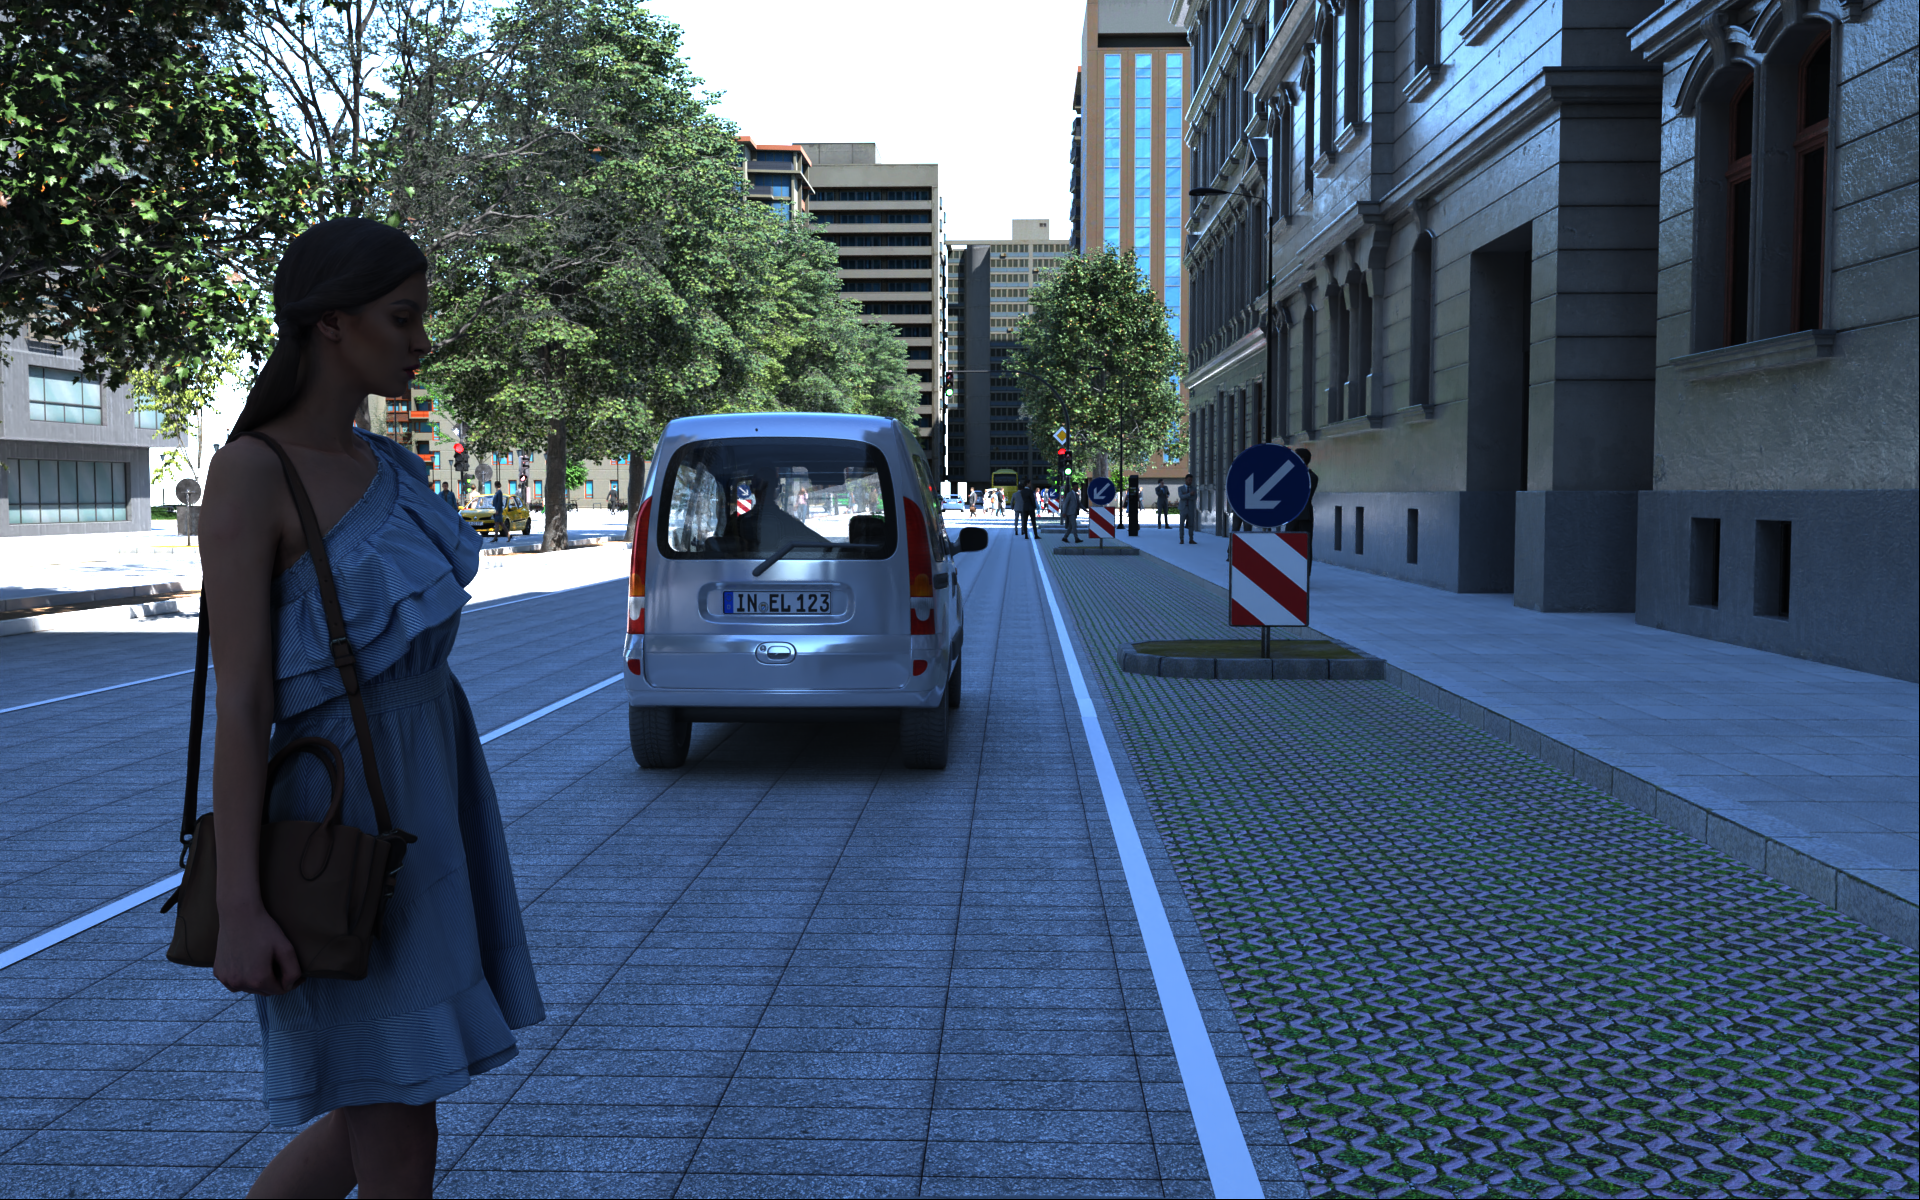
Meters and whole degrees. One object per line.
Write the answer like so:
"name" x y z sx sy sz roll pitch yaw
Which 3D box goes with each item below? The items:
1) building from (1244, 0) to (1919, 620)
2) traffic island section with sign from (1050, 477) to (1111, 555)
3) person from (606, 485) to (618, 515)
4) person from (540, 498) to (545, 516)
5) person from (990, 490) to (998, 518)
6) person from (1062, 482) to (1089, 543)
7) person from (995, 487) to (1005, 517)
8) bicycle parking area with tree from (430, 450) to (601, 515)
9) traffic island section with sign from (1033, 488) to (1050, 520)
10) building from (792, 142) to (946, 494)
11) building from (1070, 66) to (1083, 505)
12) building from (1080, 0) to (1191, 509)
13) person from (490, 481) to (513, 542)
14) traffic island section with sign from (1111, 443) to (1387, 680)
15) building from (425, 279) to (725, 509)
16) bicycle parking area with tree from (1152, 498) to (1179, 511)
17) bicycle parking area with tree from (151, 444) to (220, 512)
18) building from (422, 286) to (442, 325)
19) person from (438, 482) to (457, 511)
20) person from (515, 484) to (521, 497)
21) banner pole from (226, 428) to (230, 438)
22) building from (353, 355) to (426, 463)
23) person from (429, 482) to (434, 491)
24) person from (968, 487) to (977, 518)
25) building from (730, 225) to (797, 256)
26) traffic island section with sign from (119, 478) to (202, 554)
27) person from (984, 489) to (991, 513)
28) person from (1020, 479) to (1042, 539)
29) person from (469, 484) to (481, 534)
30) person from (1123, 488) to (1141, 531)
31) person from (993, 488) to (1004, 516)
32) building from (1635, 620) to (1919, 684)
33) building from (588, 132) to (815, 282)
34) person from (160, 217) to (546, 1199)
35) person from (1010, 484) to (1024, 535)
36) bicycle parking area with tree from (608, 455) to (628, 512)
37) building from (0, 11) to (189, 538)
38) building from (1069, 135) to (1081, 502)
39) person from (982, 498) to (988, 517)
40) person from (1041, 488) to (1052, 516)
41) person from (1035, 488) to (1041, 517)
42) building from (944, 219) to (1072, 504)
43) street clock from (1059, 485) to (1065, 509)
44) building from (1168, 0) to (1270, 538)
"building" 12.894 -14.762 28.754 14.401 28.519 23.554 0 4 2
"traffic island section with sign" 3.222 -1.991 41.178 1.989 1.847 2.006 0 4 2
"person" -21.047 -6.087 105.345 0.659 1.850 0.755 2 4 27
"person" -24.076 -5.514 100.446 0.590 1.304 0.306 0 4 7
"person" 2.010 -5.696 102.633 0.512 1.701 0.522 1 4 23
"person" 3.310 -2.562 50.662 0.850 1.792 0.678 3 4 38
"person" 2.566 -6.079 107.668 0.755 1.850 0.659 -1 4 -8
"bicycle parking area with tree" -28.496 -7.518 109.920 9.016 4.147 8.231 1 4 14
"traffic island section with sign" 5.103 -5.394 96.812 1.989 1.847 2.006 0 4 2
"building" -13.007 -37.787 241.513 21.600 48.544 21.300 0 4 2
"building" 22.465 -31.894 176.086 22.147 44.769 28.867 0 4 2
"building" 17.895 -30.848 154.473 14.600 45.320 14.200 0 4 2
"person" -13.635 -2.620 51.364 0.654 1.822 0.581 0 4 0
"traffic island section with sign" 2.315 -0.343 14.238 1.989 1.847 2.006 0 4 2
"building" -31.516 -19.456 163.139 27.650 21.520 28.899 0 4 2
"bicycle parking area with tree" 18.443 -8.901 132.536 9.016 4.147 8.231 1 4 21
"bicycle parking area with tree" -43.911 -6.715 96.799 8.231 4.147 9.016 -3 5 -39
"building" -74.143 -28.690 240.774 14.107 30.474 14.160 0 4 2
"person" -14.669 -2.484 49.449 0.601 1.785 0.444 -1 4 -12
"person" -22.597 -5.048 88.779 0.606 1.804 0.583 -3 5 -43
"banner pole" -27.430 -4.622 65.587 0.863 3.779 0.401 -1 4 -14
"building" -60.136 -22.315 209.884 28.899 21.520 27.650 0 4 2
"person" -16.967 -2.875 55.488 0.713 1.824 0.794 1 4 17
"person" 0.766 -5.728 102.115 0.822 1.834 0.622 -3 4 -38
"building" -25.077 -25.267 184.813 14.160 30.474 14.107 0 4 2
"traffic island section with sign" -18.989 -2.046 42.077 1.989 1.847 2.006 0 4 2
"person" 2.054 -7.521 131.689 0.641 1.798 0.478 2 4 28
"person" 2.235 -2.899 55.253 0.648 1.900 0.474 3 4 37
"person" -17.366 -3.256 62.069 0.374 1.781 0.599 3 5 40
"person" 5.968 -3.301 60.110 0.616 1.811 0.778 2 4 31
"person" 2.379 -6.194 109.761 0.794 1.824 0.713 1 4 21
"building" 12.498 -13.304 4.916 14.401 28.519 23.554 0 4 2
"building" -31.176 -34.026 210.945 28.867 44.769 22.147 0 4 2
"person" -0.897 0.378 2.420 0.778 1.811 0.616 1 4 15
"person" 2.080 -3.174 60.664 0.678 1.792 0.850 1 4 10
"bicycle parking area with tree" -26.989 -8.371 123.867 8.231 4.147 9.016 -1 4 -16
"building" -33.822 -22.729 55.221 14.086 41.232 14.154 0 4 2
"building" 24.242 -35.836 205.519 23.786 49.044 30.456 0 4 2
"person" 1.632 -5.879 109.632 0.382 1.210 0.505 -3 4 -36
"person" 5.672 -6.482 114.656 0.728 1.800 0.709 -1 4 -18
"person" 4.874 -6.072 107.786 0.388 1.821 0.555 0 4 -5
"building" 9.998 -33.972 247.322 23.993 40.220 32.217 0 4 2
"street clock" 8.351 -8.634 145.740 0.471 2.002 0.358 -2 4 -25
"building" 12.840 -13.156 51.261 11.583 22.565 21.152 0 4 2
